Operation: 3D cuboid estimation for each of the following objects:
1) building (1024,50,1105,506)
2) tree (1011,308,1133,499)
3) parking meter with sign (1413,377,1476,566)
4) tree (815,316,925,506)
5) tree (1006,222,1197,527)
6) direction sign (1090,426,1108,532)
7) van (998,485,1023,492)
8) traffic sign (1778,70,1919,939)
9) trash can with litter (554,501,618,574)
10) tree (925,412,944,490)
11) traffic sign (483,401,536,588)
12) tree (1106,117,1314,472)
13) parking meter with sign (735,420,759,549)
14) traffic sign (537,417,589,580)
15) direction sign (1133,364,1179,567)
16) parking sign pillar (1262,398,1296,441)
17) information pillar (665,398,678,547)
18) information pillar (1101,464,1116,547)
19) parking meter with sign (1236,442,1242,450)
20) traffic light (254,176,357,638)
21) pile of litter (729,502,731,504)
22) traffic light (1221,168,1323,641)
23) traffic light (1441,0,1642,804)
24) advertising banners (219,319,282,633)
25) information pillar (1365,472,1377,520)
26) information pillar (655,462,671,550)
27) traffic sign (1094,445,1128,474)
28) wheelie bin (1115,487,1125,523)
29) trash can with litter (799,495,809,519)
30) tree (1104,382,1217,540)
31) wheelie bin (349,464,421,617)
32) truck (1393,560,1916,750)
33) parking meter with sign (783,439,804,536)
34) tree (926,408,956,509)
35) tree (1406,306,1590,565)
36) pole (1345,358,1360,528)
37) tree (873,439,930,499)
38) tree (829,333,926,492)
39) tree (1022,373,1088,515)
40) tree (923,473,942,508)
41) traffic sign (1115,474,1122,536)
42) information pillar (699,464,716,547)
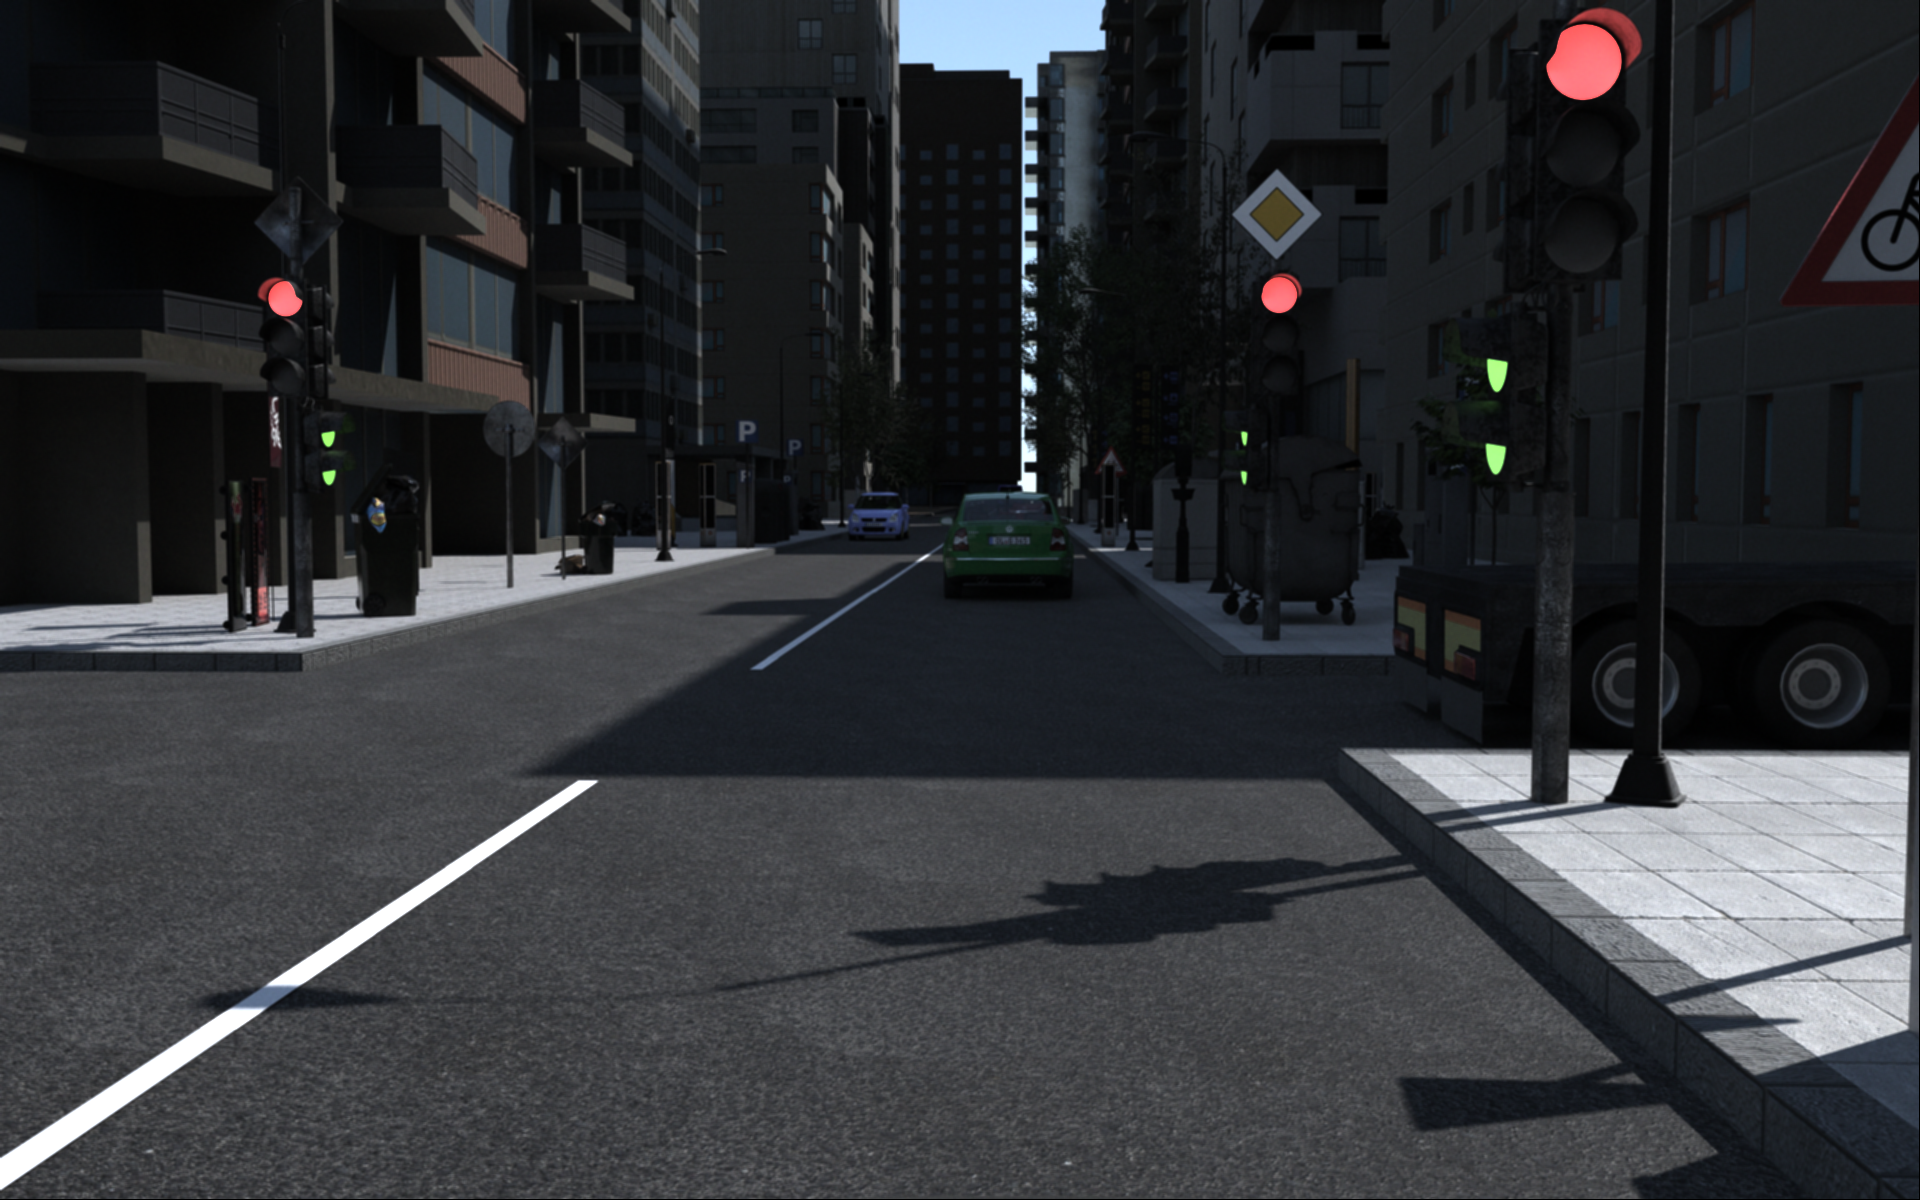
[{"bbox_3d":[22.208,-34.721,187.290,30.456,49.044,23.786,0,4,2],"label":"building"},{"bbox_3d":[6.015,-9.047,82.324,7.601,10.594,8.767,1,4,15],"label":"tree"},{"bbox_3d":[7.344,-1.823,26.066,0.543,3.016,1.738,-1,4,-10],"label":"parking meter with sign"},{"bbox_3d":[-4.319,-7.471,72.513,4.737,8.622,4.395,0,3,0],"label":"tree"},{"bbox_3d":[5.516,-8.675,67.584,9.928,11.665,9.643,0,3,0],"label":"tree"},{"bbox_3d":[4.676,-4.053,58.266,0.876,3.537,0.379,-3,5,-44],"label":"direction sign"},{"bbox_3d":[3.478,-7.109,120.609,2.240,2.365,5.245,0,4,1],"label":"van"},{"bbox_3d":[2.767,-0.302,4.938,0.884,2.594,0.081,0,4,5],"label":"traffic sign"},{"bbox_3d":[-6.018,-1.001,27.751,1.055,1.170,0.624,1,4,22],"label":"trash can with litter"},{"bbox_3d":[-3.339,-9.843,111.294,4.737,8.622,4.395,0,3,0],"label":"tree"},{"bbox_3d":[-6.163,-1.440,23.656,0.768,2.556,0.104,1,4,10],"label":"traffic sign"},{"bbox_3d":[4.767,-5.180,35.052,4.360,8.622,3.978,0,3,0],"label":"tree"},{"bbox_3d":[-5.131,-2.764,41.457,0.543,3.016,1.738,-1,4,-10],"label":"parking meter with sign"},{"bbox_3d":[-5.936,-1.511,25.892,0.795,2.450,0.064,0,4,4],"label":"traffic sign"},{"bbox_3d":[3.440,-2.349,30.402,0.876,3.537,0.379,-1,4,-20],"label":"direction sign"},{"bbox_3d":[7.557,-3.248,41.569,1.447,3.967,1.447,-1,4,-15],"label":"parking sign pillar"},{"bbox_3d":[-7.053,-3.094,41.940,0.183,3.616,0.504,1,4,20],"label":"information pillar"},{"bbox_3d":[3.617,-2.309,42.245,0.304,2.012,0.304,0,4,-5],"label":"information pillar"},{"bbox_3d":[10.109,-3.766,57.843,1.738,3.016,0.543,0,4,-4],"label":"parking meter with sign"},{"bbox_3d":[-5.841,-1.618,15.375,0.839,4.253,0.868,0,4,2],"label":"traffic light"},{"bbox_3d":[-12.105,-4.589,89.000,1.176,0.858,1.719,0,4,-4],"label":"pile of litter"},{"bbox_3d":[2.716,-1.601,15.099,0.839,4.253,0.868,0,4,2],"label":"traffic light"},{"bbox_3d":[2.443,-1.113,7.119,0.839,4.253,0.868,0,4,2],"label":"traffic light"},{"bbox_3d":[-6.852,-1.264,16.851,0.090,3.025,2.074,0,4,-7],"label":"advertising banners"},{"bbox_3d":[13.997,-3.335,59.019,0.304,2.012,0.304,3,4,36],"label":"information pillar"},{"bbox_3d":[-6.773,-2.145,39.555,0.304,2.012,0.304,0,4,-2],"label":"information pillar"},{"bbox_3d":[4.026,-2.825,46.188,0.884,2.594,0.081,0,4,4],"label":"traffic sign"},{"bbox_3d":[6.805,-4.202,76.615,0.980,1.594,0.693,-3,4,-38],"label":"wheelie bin"},{"bbox_3d":[-8.228,-4.642,86.949,2.233,1.210,1.678,-1,4,-20],"label":"trash can with litter"},{"bbox_3d":[5.573,-3.981,48.798,4.285,4.588,4.351,0,3,0],"label":"tree"},{"bbox_3d":[-6.070,-0.639,18.350,0.693,1.594,0.980,-2,4,-25],"label":"wheelie bin"},{"bbox_3d":[12.279,-1.248,10.163,18.799,4.110,2.967,0,4,3],"label":"truck"},{"bbox_3d":[-5.321,-3.522,53.846,0.543,3.016,1.738,1,4,9],"label":"parking meter with sign"},{"bbox_3d":[-2.466,-12.144,148.922,4.360,8.622,3.978,0,3,0],"label":"tree"},{"bbox_3d":[5.441,-1.433,18.038,1.663,3.219,1.824,0,3,0],"label":"tree"},{"bbox_3d":[5.930,-1.979,26.199,0.158,3.312,0.155,0,3,0],"label":"pole"},{"bbox_3d":[-3.479,-7.081,99.493,4.285,4.588,4.351,0,3,0],"label":"tree"},{"bbox_3d":[-4.048,-7.867,78.984,4.360,8.622,3.978,0,3,0],"label":"tree"},{"bbox_3d":[6.025,-9.437,104.654,4.737,8.622,4.395,0,3,0],"label":"tree"},{"bbox_3d":[-2.352,-10.224,161.765,1.663,3.219,1.824,0,3,0],"label":"tree"},{"bbox_3d":[4.784,-3.212,52.621,0.768,2.556,0.104,0,4,4],"label":"traffic sign"},{"bbox_3d":[-6.100,-2.287,41.883,0.304,2.012,0.304,-2,4,-31],"label":"information pillar"}]
